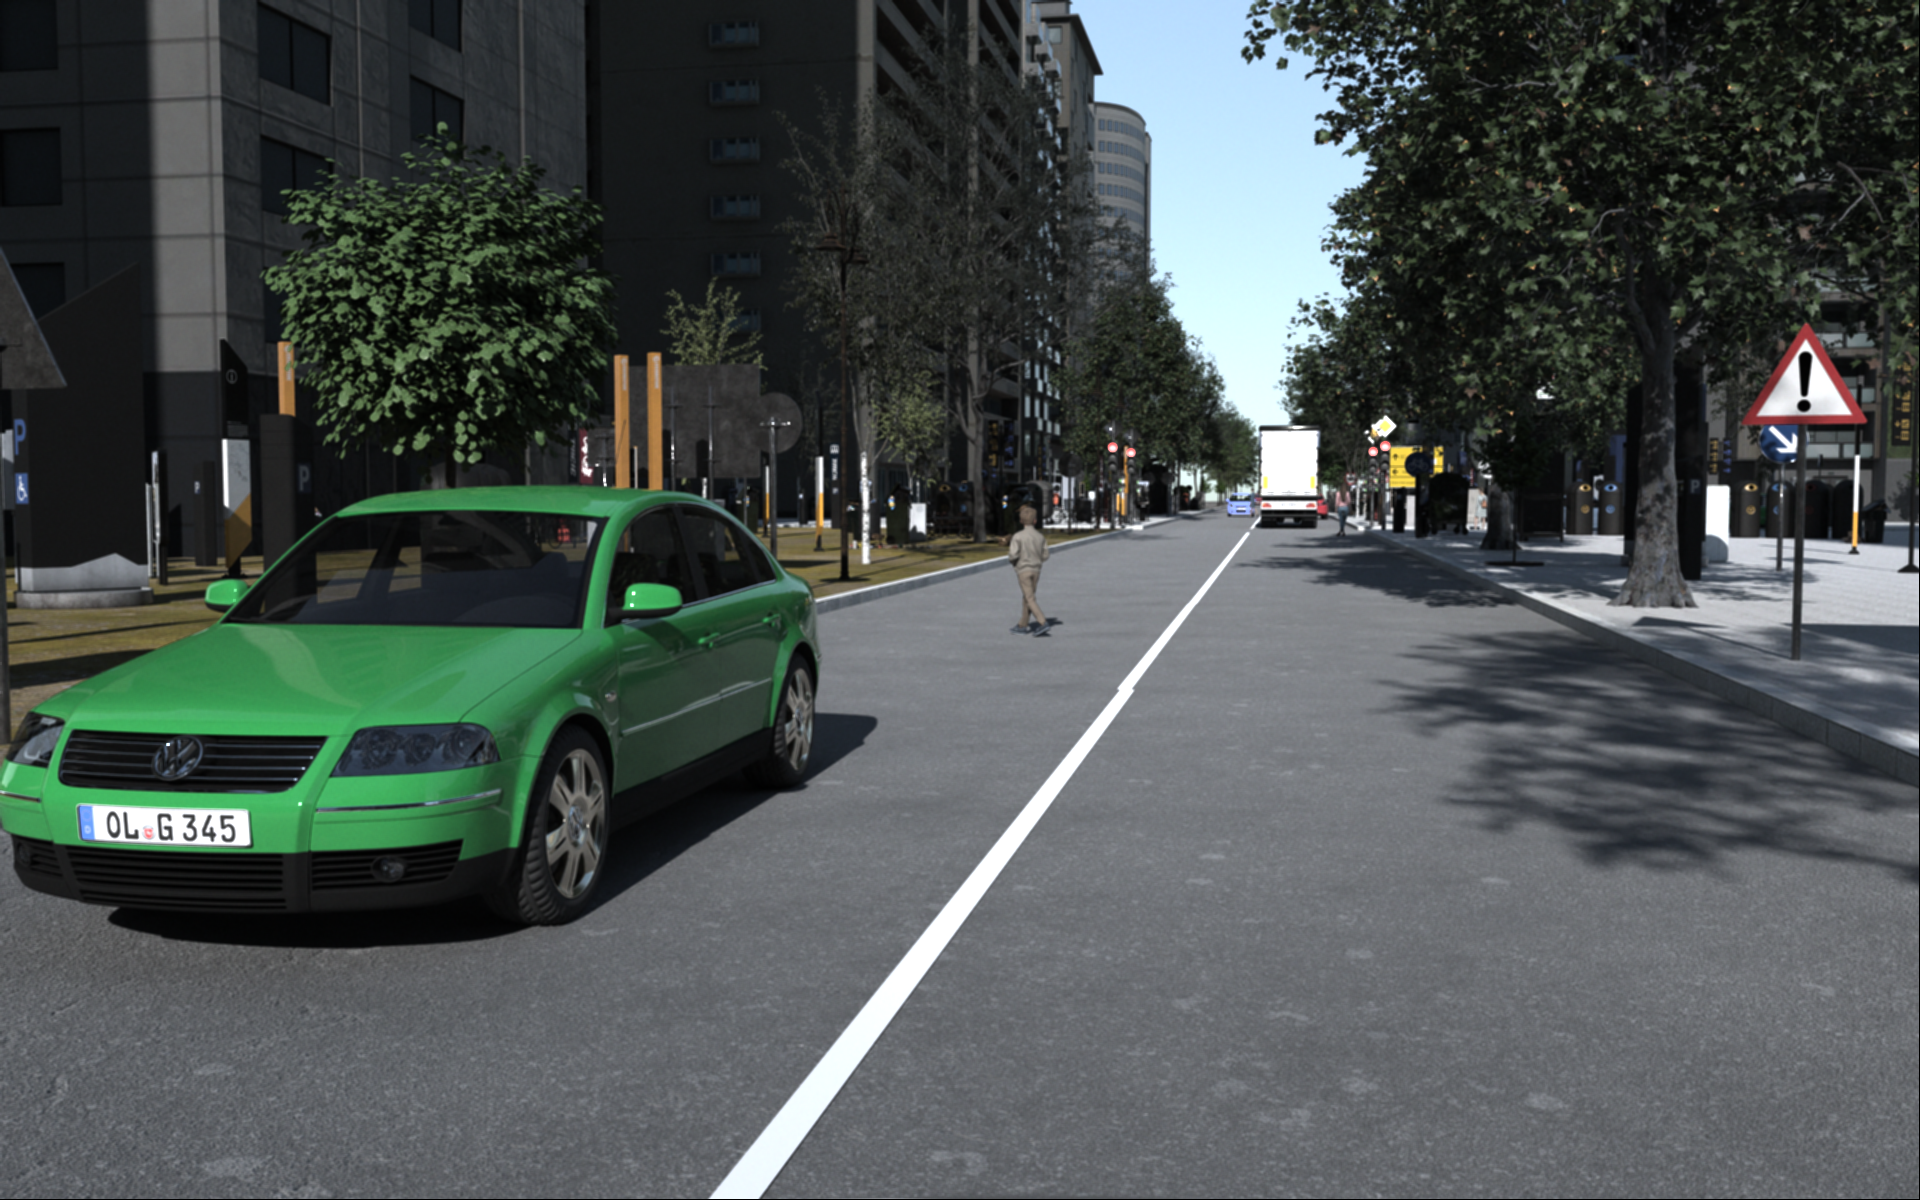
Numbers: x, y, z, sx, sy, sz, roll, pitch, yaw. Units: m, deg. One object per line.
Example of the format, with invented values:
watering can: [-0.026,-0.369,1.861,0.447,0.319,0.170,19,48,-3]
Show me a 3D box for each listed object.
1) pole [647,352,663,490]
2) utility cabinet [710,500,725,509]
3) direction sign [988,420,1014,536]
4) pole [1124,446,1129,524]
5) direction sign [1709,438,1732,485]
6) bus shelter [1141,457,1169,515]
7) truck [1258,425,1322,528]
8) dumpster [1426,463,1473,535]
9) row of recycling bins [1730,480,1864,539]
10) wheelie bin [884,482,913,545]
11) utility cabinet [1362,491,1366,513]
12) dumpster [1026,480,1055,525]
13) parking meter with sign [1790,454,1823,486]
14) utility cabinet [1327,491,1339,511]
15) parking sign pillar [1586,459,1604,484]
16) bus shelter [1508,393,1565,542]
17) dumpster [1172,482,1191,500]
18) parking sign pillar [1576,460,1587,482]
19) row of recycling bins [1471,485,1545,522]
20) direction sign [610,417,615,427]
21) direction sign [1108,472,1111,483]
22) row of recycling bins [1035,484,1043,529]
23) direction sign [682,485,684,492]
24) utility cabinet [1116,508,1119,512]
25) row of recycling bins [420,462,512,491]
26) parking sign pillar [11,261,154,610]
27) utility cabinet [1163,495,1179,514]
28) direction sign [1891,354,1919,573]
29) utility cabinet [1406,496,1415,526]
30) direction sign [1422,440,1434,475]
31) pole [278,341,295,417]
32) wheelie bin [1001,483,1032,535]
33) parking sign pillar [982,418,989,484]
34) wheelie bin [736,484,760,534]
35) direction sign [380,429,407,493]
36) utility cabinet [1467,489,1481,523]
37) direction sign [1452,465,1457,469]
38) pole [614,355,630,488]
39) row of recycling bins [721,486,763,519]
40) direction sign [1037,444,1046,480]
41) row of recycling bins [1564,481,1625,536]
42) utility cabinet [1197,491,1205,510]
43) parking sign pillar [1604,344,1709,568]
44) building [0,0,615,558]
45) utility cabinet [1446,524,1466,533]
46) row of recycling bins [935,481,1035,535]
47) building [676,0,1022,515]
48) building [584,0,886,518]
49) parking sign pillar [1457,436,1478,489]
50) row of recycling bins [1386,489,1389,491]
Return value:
pole: [-4.404,-1.908,25.044,0.158,3.312,0.155,0,3,0]
utility cabinet: [-3.197,-0.522,19.691,1.020,1.237,0.306,1,4,16]
direction sign: [1.254,-3.725,52.904,0.876,3.537,0.379,2,4,27]
pole: [7.059,-4.871,73.476,0.158,3.312,0.155,0,3,0]
direction sign: [30.613,-4.758,69.794,0.876,3.537,0.379,0,4,3]
bus shelter: [12.579,-7.259,109.965,1.731,3.624,6.357,1,4,10]
truck: [14.488,-5.331,76.070,2.839,4.237,11.283,1,4,11]
dumpster: [15.502,-3.227,55.253,1.502,2.255,1.985,1,4,10]
row of recycling bins: [24.288,-2.643,50.333,3.534,1.692,1.069,2,4,34]
wheelie bin: [-1.555,-2.209,44.023,0.693,1.594,0.980,0,4,4]
utility cabinet: [29.707,-7.416,129.930,1.173,1.500,0.318,-1,4,-18]
dumpster: [3.237,-4.057,72.098,1.264,1.857,1.865,1,4,10]
parking meter with sign: [36.996,-4.900,76.382,1.738,3.016,0.543,1,4,16]
utility cabinet: [27.545,-7.268,127.508,1.173,1.500,0.318,-2,4,-28]
parking sign pillar: [21.862,-4.203,57.186,1.447,3.967,1.447,-2,4,-29]
bus shelter: [16.516,-4.440,50.224,2.179,5.291,8.768,1,4,10]
dumpster: [18.048,-8.496,141.407,1.502,2.255,1.985,1,4,10]
parking sign pillar: [35.694,-6.776,99.254,1.447,3.967,1.447,2,4,35]
row of recycling bins: [24.988,-4.467,80.147,3.534,1.692,1.069,0,4,0]
direction sign: [-9.803,-3.601,50.872,0.876,3.537,0.379,-1,4,-21]
direction sign: [10.784,-7.996,122.729,0.379,3.537,0.876,-2,4,-34]
row of recycling bins: [1.275,-3.452,63.549,3.534,1.692,1.069,0,4,-8]
direction sign: [-10.311,-4.425,64.350,0.876,3.537,0.379,-2,4,-32]
utility cabinet: [11.516,-6.855,120.752,1.173,1.500,0.318,0,4,-1]
row of recycling bins: [-6.496,-0.976,23.068,1.069,1.692,3.534,-1,4,-9]
parking sign pillar: [-10.069,-1.917,19.811,1.447,3.967,1.447,3,5,41]
utility cabinet: [13.849,-6.278,113.814,1.020,1.237,0.306,0,4,0]
direction sign: [15.525,-2.213,28.177,0.876,3.537,0.379,-1,4,-13]
utility cabinet: [18.554,-3.593,69.903,1.020,1.237,0.306,1,4,22]
direction sign: [19.418,-4.888,71.922,0.379,3.537,0.876,-1,4,-17]
pole: [-9.030,-1.801,23.294,0.158,3.312,0.155,0,3,0]
wheelie bin: [1.659,-2.546,49.537,0.980,1.594,0.693,-3,4,-37]
parking sign pillar: [0.783,-4.446,61.163,1.447,3.967,1.447,0,4,-1]
wheelie bin: [-6.827,-2.929,55.804,0.693,1.594,0.980,-1,4,-23]
direction sign: [-9.884,-2.343,30.297,0.379,3.537,0.876,1,4,13]
utility cabinet: [22.198,-4.088,75.521,1.173,1.500,0.318,-2,4,-25]
direction sign: [38.028,-8.640,133.268,0.876,3.537,0.379,1,4,12]
pole: [-4.969,-1.937,25.510,0.158,3.312,0.155,0,3,0]
row of recycling bins: [-10.948,-4.902,87.257,1.069,1.692,3.534,2,4,25]
direction sign: [3.714,-5.320,78.981,0.379,3.537,0.876,2,4,26]
row of recycling bins: [20.616,-2.847,53.667,3.534,1.692,1.069,2,4,26]
utility cabinet: [19.751,-8.155,142.012,0.318,1.500,1.173,-1,4,-11]
parking sign pillar: [12.474,-2.575,30.580,1.447,3.967,1.447,-3,5,-43]
building: [-22.798,-37.083,44.553,20.611,71.187,20.563,1,4,10]
utility cabinet: [16.669,-2.873,58.138,0.306,1.237,1.020,0,4,-7]
row of recycling bins: [0.619,-2.960,55.501,3.534,1.692,1.069,3,5,41]
building: [-7.392,-31.051,131.385,21.300,48.544,21.600,1,4,10]
building: [-13.100,-29.278,102.392,21.300,48.544,21.600,1,4,10]
parking sign pillar: [22.791,-5.495,78.314,1.447,3.967,1.447,1,4,8]
row of recycling bins: [29.196,-6.886,119.694,1.069,1.692,3.534,1,4,15]
